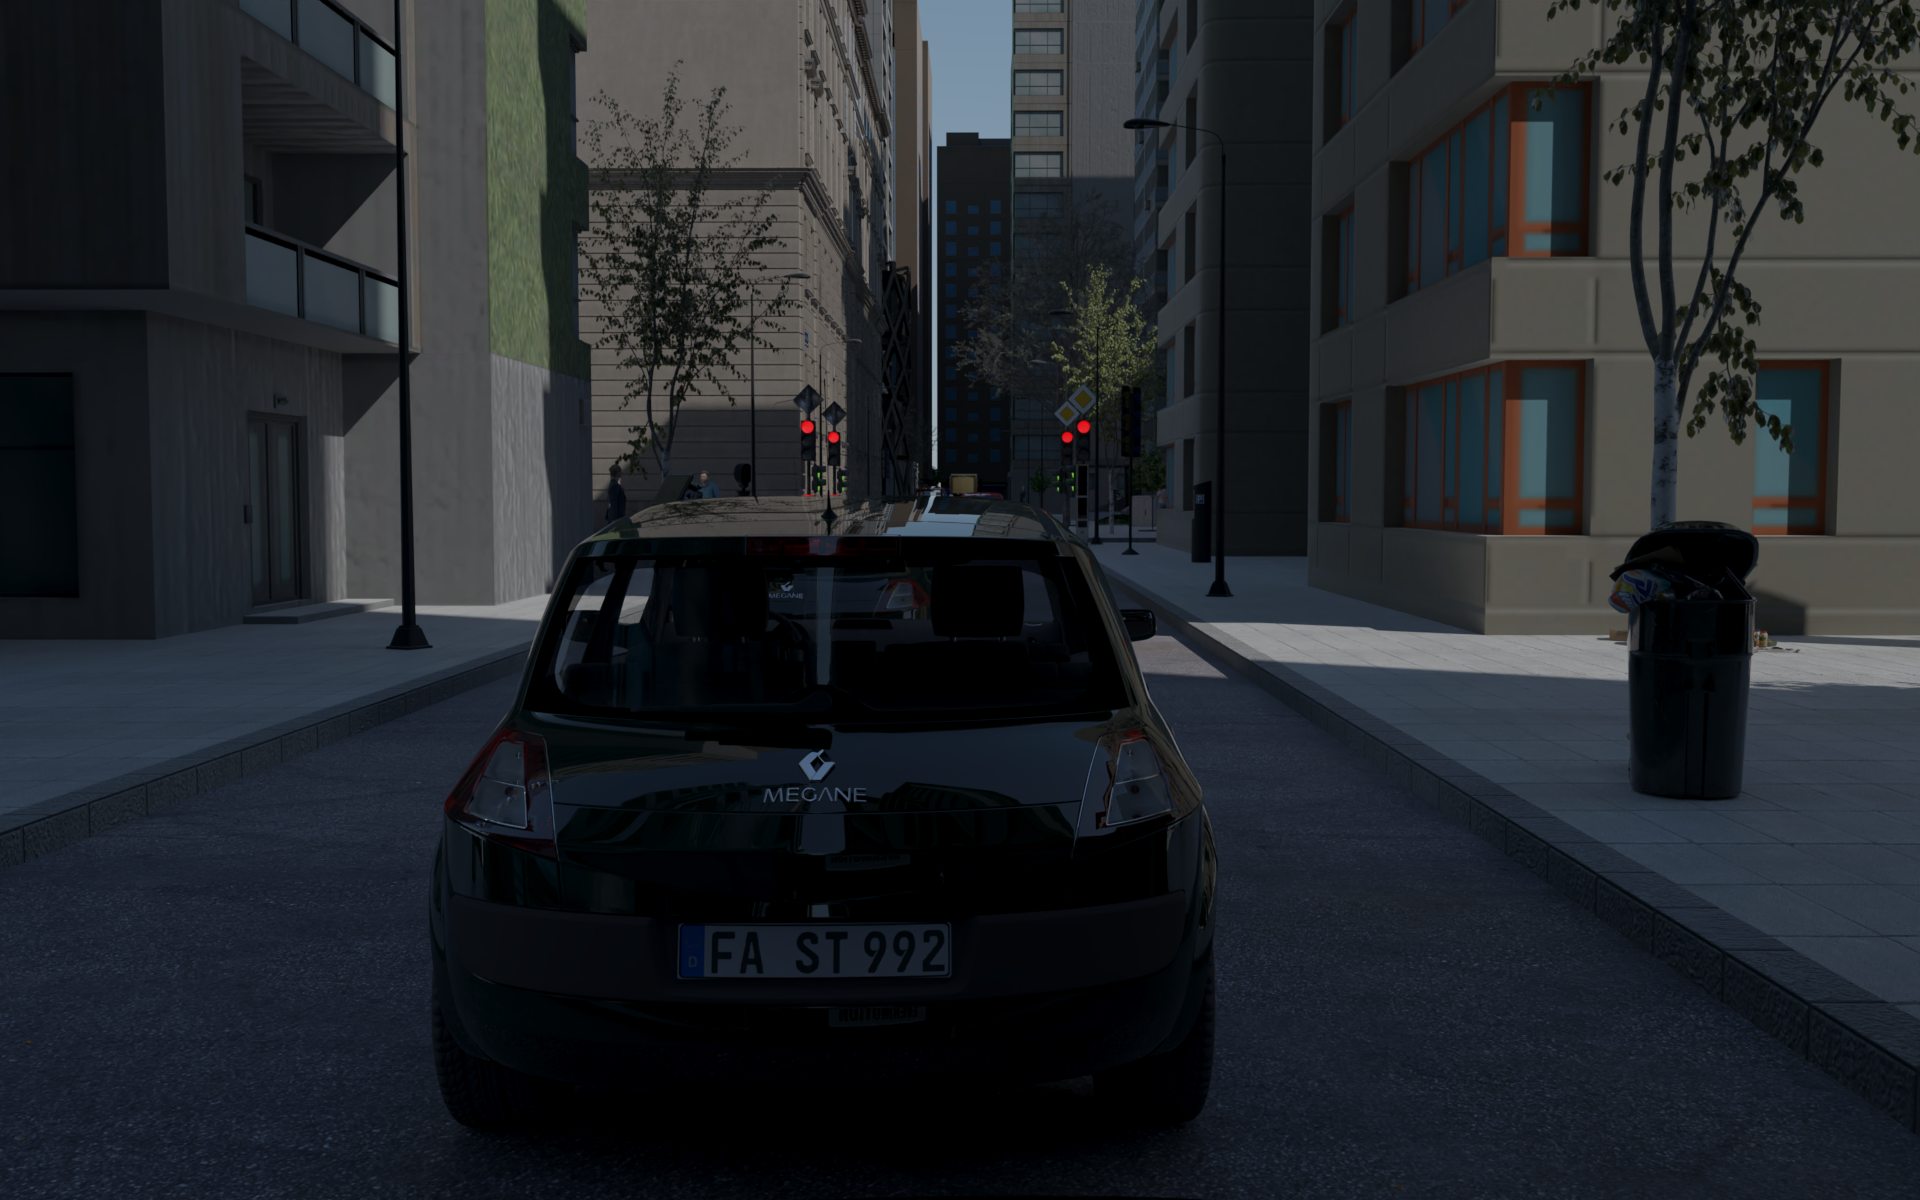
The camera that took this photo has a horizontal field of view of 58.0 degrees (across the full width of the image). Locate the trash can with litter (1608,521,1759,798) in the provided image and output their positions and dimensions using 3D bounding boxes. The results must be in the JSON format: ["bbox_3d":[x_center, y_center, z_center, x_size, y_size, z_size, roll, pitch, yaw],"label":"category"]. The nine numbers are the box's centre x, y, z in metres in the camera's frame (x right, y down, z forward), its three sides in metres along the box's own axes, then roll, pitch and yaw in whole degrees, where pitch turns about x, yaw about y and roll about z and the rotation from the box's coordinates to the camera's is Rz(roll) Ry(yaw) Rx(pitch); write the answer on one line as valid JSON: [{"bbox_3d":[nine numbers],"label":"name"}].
[{"bbox_3d":[3.131,0.228,7.658,0.624,1.170,1.055,1,4,14],"label":"trash can with litter"}]

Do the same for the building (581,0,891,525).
[{"bbox_3d":[-10.372,-17.902,89.961,12.463,27.353,25.104,0,4,1],"label":"building"}]

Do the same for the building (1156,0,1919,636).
[{"bbox_3d":[18.733,-11.273,29.356,27.650,21.520,28.899,0,4,1],"label":"building"}]

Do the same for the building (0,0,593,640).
[{"bbox_3d":[-12.372,-20.391,16.992,14.154,41.232,14.086,0,4,1],"label":"building"}]

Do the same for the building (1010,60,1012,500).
[{"bbox_3d":[15.782,-33.397,169.749,21.300,48.544,21.600,0,4,1],"label":"building"}]

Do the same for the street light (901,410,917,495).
[{"bbox_3d":[-3.120,-7.568,96.277,1.470,5.913,1.316,0,4,1],"label":"street light"}]

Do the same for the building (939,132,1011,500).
[{"bbox_3d":[4.353,-34.703,217.512,14.200,45.320,14.600,0,4,1],"label":"building"}]

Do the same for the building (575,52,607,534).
[{"bbox_3d":[-10.365,-16.348,64.559,12.463,27.353,25.104,0,4,1],"label":"building"}]

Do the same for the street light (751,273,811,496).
[{"bbox_3d":[-3.826,-3.912,36.494,1.470,5.913,1.316,0,4,1],"label":"street light"}]

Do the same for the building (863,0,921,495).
[{"bbox_3d":[-13.556,-42.701,136.416,20.563,71.187,20.611,0,4,1],"label":"building"}]

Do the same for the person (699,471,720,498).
[{"bbox_3d":[-5.800,-2.084,40.135,0.660,1.820,0.620,1,4,14],"label":"person"}]

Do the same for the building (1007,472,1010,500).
[{"bbox_3d":[15.658,-46.043,191.060,20.563,71.187,20.611,0,4,1],"label":"building"}]

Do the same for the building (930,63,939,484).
[{"bbox_3d":[-9.796,-31.745,169.139,14.600,45.320,14.200,0,4,1],"label":"building"}]

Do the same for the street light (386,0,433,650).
[{"bbox_3d":[-4.038,-2.549,14.212,1.470,5.913,1.316,0,4,1],"label":"street light"}]

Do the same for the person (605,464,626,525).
[{"bbox_3d":[-5.736,-1.358,28.674,0.534,1.772,0.576,-3,5,-42],"label":"person"}]

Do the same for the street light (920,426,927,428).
[{"bbox_3d":[-2.936,-8.900,118.055,1.470,5.913,1.316,0,4,1],"label":"street light"}]

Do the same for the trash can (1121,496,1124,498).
[{"bbox_3d":[9.966,-5.840,107.144,0.748,1.137,0.748,0,3,0],"label":"trash can"}]

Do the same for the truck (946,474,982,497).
[{"bbox_3d":[0.365,-10.309,164.474,3.469,3.379,9.791,0,4,1],"label":"truck"}]

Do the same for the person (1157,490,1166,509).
[{"bbox_3d":[7.428,-3.397,62.173,0.593,1.750,0.643,-1,4,-18],"label":"person"}]

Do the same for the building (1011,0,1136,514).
[{"bbox_3d":[10.428,-26.393,115.124,14.154,41.232,14.086,0,4,1],"label":"building"}]

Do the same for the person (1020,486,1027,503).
[{"bbox_3d":[3.939,-6.218,108.126,0.576,1.772,0.534,2,4,33],"label":"person"}]

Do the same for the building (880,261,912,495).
[{"bbox_3d":[-11.566,-14.905,111.155,16.820,18.784,16.811,0,4,1],"label":"building"}]

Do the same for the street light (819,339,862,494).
[{"bbox_3d":[-3.648,-4.866,52.105,1.470,5.913,1.316,0,4,1],"label":"street light"}]

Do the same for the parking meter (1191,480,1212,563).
[{"bbox_3d":[4.529,-1.471,32.465,0.372,1.533,0.369,0,3,0],"label":"parking meter"}]

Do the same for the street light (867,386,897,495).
[{"bbox_3d":[-3.402,-6.236,74.500,1.470,5.913,1.316,0,4,1],"label":"street light"}]

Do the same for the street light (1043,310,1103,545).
[{"bbox_3d":[2.934,-4.365,43.904,1.470,5.913,1.316,0,4,1],"label":"street light"}]

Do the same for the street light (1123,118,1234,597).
[{"bbox_3d":[2.717,-2.998,21.567,1.470,5.913,1.316,0,4,1],"label":"street light"}]

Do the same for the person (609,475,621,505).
[{"bbox_3d":[-7.980,-2.069,40.143,0.793,1.790,0.793,-2,4,-33],"label":"person"}]

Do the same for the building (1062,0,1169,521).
[{"bbox_3d":[21.741,-24.231,88.054,32.217,40.220,23.993,0,4,1],"label":"building"}]

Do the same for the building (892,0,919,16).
[{"bbox_3d":[-10.463,-30.852,154.549,14.600,45.320,14.200,0,4,1],"label":"building"}]
